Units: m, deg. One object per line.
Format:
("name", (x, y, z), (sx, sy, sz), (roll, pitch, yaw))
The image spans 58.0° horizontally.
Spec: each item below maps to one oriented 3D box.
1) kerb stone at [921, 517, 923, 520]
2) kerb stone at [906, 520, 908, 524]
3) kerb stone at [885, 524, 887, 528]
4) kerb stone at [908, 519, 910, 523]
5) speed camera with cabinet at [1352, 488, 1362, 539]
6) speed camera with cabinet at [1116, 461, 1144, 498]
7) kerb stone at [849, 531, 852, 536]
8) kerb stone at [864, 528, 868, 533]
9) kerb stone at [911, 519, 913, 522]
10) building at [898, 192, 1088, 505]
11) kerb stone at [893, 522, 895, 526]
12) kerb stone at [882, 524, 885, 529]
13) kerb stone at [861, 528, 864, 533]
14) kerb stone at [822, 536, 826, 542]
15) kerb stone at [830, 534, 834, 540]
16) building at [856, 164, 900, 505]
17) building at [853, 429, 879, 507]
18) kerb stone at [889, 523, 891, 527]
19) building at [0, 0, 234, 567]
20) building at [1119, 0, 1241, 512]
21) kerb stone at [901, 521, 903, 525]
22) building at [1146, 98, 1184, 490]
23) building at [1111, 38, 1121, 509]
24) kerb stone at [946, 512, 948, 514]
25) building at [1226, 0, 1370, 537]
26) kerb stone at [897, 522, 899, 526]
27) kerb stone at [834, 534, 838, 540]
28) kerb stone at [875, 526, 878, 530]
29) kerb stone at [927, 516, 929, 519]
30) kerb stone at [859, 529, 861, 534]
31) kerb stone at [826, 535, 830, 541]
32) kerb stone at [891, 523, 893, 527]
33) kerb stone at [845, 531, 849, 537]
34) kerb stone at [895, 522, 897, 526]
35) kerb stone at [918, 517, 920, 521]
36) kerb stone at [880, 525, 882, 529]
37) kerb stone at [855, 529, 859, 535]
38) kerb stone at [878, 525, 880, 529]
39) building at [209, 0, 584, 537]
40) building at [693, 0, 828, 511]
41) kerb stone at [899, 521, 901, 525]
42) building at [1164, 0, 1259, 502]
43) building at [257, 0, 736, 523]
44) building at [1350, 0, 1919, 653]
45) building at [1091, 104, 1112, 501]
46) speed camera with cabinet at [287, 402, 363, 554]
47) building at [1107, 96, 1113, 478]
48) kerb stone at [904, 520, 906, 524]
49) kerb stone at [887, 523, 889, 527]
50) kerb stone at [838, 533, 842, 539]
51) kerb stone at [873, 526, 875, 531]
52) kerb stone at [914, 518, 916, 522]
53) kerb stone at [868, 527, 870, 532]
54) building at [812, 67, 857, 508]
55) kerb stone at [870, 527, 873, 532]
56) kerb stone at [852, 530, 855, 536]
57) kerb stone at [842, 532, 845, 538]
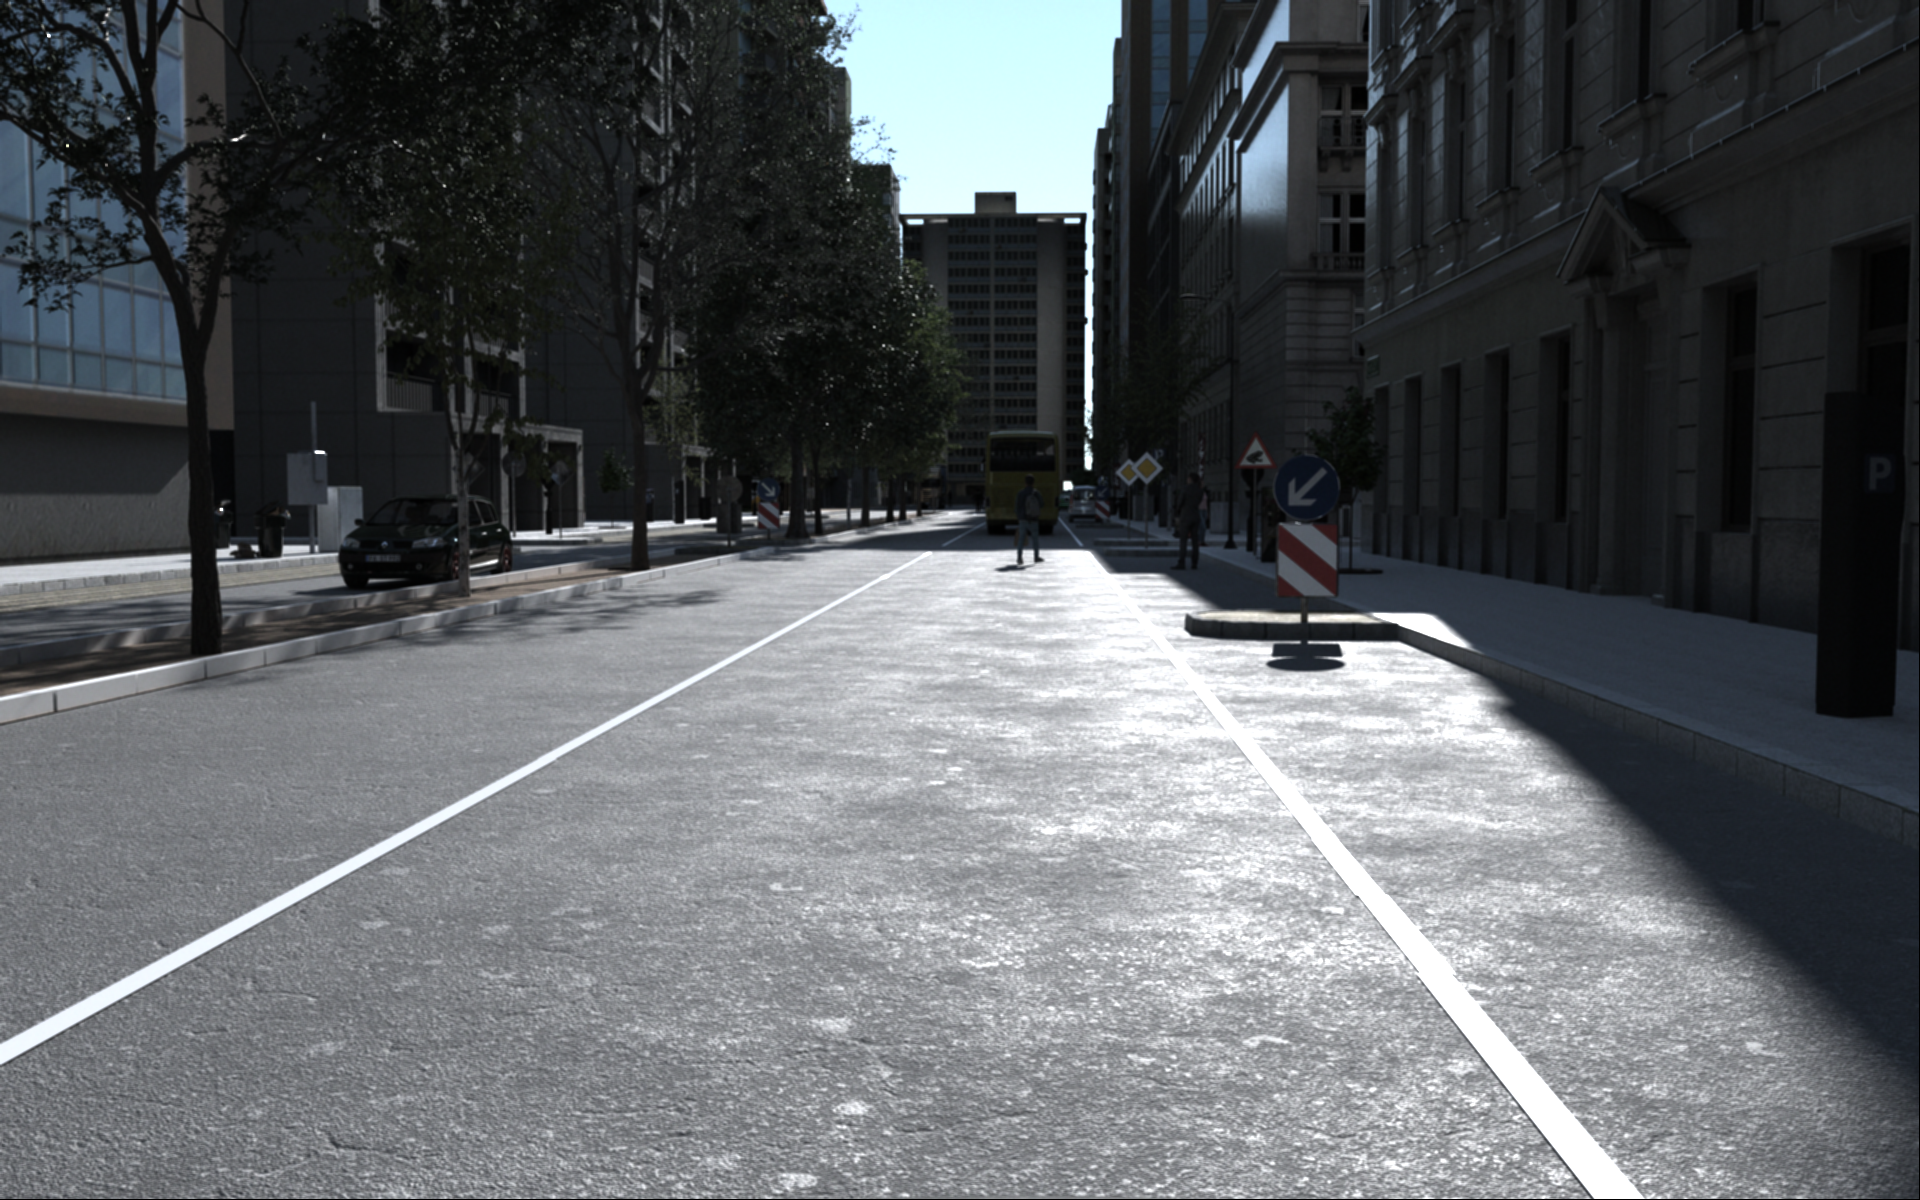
("kerb stone", (-2.249, -4.351, 93.326), (0.120, 0.150, 1.000), (0, 4, 3))
("kerb stone", (-2.725, -3.721, 83.075), (0.120, 0.150, 1.000), (0, 4, 3))
("kerb stone", (-3.237, -3.032, 71.823), (0.120, 0.150, 1.000), (0, 4, 3))
("kerb stone", (-2.670, -3.786, 84.096), (0.120, 0.150, 1.000), (0, 4, 3))
("speed camera with cabinet", (11.350, -3.331, 48.792), (0.660, 3.252, 2.038), (1, 4, 17))
("speed camera with cabinet", (10.214, -6.619, 102.558), (0.660, 3.252, 2.038), (-3, 5, -44))
("kerb stone", (-3.842, -2.219, 58.481), (0.120, 0.150, 1.000), (0, 4, 3))
("kerb stone", (-3.600, -2.534, 63.625), (0.120, 0.150, 1.000), (0, 4, 3))
("kerb stone", (-2.582, -3.911, 86.148), (0.120, 0.150, 1.000), (0, 4, 3))
("building", (4.541, -32.627, 225.331), (23.993, 40.220, 32.217), (0, 4, 3))
("kerb stone", (-3.049, -3.283, 75.910), (0.120, 0.150, 1.000), (0, 4, 3))
("kerb stone", (-3.277, -2.972, 70.795), (0.120, 0.150, 1.000), (0, 4, 3))
("kerb stone", (-3.656, -2.471, 62.589), (0.120, 0.150, 1.000), (0, 4, 3))
("kerb stone", (-4.169, -1.780, 51.305), (0.120, 0.150, 1.000), (0, 4, 3))
("kerb stone", (-4.074, -1.901, 53.363), (0.120, 0.150, 1.000), (0, 4, 3))
("building", (-14.865, -32.673, 217.790), (14.086, 41.232, 14.154), (0, 4, 3))
("building", (-24.442, -20.830, 185.612), (28.899, 21.520, 27.650), (0, 4, 3))
("kerb stone", (-3.142, -3.160, 73.868), (0.120, 0.150, 1.000), (0, 4, 3))
("building", (-23.532, -23.278, 30.708), (14.200, 45.320, 14.600), (0, 4, 3))
("building", (19.313, -29.376, 130.403), (14.600, 45.320, 14.200), (0, 4, 3))
("kerb stone", (-2.870, -3.536, 80.003), (0.120, 0.150, 1.000), (0, 4, 3))
("building", (19.685, -19.414, 110.923), (14.314, 27.812, 24.014), (0, 4, 3))
("building", (20.879, -29.071, 158.905), (14.154, 41.232, 14.086), (0, 4, 3))
("kerb stone", (-1.088, -5.918, 118.958), (0.120, 0.150, 1.000), (0, 4, 3))
("building", (21.352, -13.091, 55.837), (24.055, 21.916, 13.314), (0, 4, 3))
("kerb stone", (-2.948, -3.410, 77.952), (0.120, 0.150, 1.000), (0, 4, 3))
("kerb stone", (-4.026, -1.967, 54.387), (0.120, 0.150, 1.000), (0, 4, 3))
("kerb stone", (-3.414, -2.781, 67.720), (0.120, 0.150, 1.000), (0, 4, 3))
("kerb stone", (-2.021, -4.665, 98.467), (0.120, 0.150, 1.000), (0, 4, 3))
("kerb stone", (-3.702, -2.407, 61.555), (0.120, 0.150, 1.000), (0, 4, 3))
("kerb stone", (-4.120, -1.843, 52.328), (0.120, 0.150, 1.000), (0, 4, 3))
("kerb stone", (-3.099, -3.222, 74.889), (0.120, 0.150, 1.000), (0, 4, 3))
("kerb stone", (-3.882, -2.154, 57.455), (0.120, 0.150, 1.000), (0, 4, 3))
("kerb stone", (-2.999, -3.348, 76.931), (0.120, 0.150, 1.000), (0, 4, 3))
("kerb stone", (-2.344, -4.225, 91.279), (0.120, 0.150, 1.000), (0, 4, 3))
("kerb stone", (-3.329, -2.910, 69.767), (0.120, 0.150, 1.000), (0, 4, 3))
("kerb stone", (-3.747, -2.342, 60.534), (0.120, 0.150, 1.000), (0, 4, 3))
("kerb stone", (-3.380, -2.847, 68.741), (0.120, 0.150, 1.000), (0, 4, 3))
("building", (-24.778, -38.027, 59.990), (20.563, 71.187, 20.611), (0, 4, 3))
("building", (-22.499, -29.646, 139.344), (22.147, 44.769, 28.867), (0, 4, 3))
("kerb stone", (-2.900, -3.473, 78.973), (0.120, 0.150, 1.000), (0, 4, 3))
("building", (18.984, -15.310, 83.607), (16.112, 22.955, 30.059), (0, 4, 3))
("building", (-23.267, -40.062, 93.265), (20.563, 71.187, 20.611), (0, 4, 3))
("building", (15.763, -14.634, 15.678), (17.030, 29.872, 44.131), (0, 4, 3))
("building", (27.437, -36.385, 218.592), (21.600, 48.544, 21.300), (0, 4, 3))
("speed camera with cabinet", (-13.862, -2.661, 37.837), (0.660, 3.252, 2.038), (1, 4, 12))
("building", (27.003, -34.319, 180.728), (23.786, 49.044, 30.456), (0, 4, 3))
("kerb stone", (-2.769, -3.661, 82.053), (0.120, 0.150, 1.000), (0, 4, 3))
("kerb stone", (-3.187, -3.090, 72.844), (0.120, 0.150, 1.000), (0, 4, 3))
("kerb stone", (-3.980, -2.032, 55.413), (0.120, 0.150, 1.000), (0, 4, 3))
("kerb stone", (-3.466, -2.722, 66.693), (0.120, 0.150, 1.000), (0, 4, 3))
("kerb stone", (-2.488, -4.037, 88.204), (0.120, 0.150, 1.000), (0, 4, 3))
("kerb stone", (-3.556, -2.596, 64.647), (0.120, 0.150, 1.000), (0, 4, 3))
("building", (-17.742, -29.217, 161.287), (14.154, 41.232, 14.086), (0, 4, 3))
("kerb stone", (-3.505, -2.659, 65.670), (0.120, 0.150, 1.000), (0, 4, 3))
("kerb stone", (-3.793, -2.282, 59.508), (0.120, 0.150, 1.000), (0, 4, 3))
("kerb stone", (-3.930, -2.085, 56.434), (0.120, 0.150, 1.000), (0, 4, 3))
